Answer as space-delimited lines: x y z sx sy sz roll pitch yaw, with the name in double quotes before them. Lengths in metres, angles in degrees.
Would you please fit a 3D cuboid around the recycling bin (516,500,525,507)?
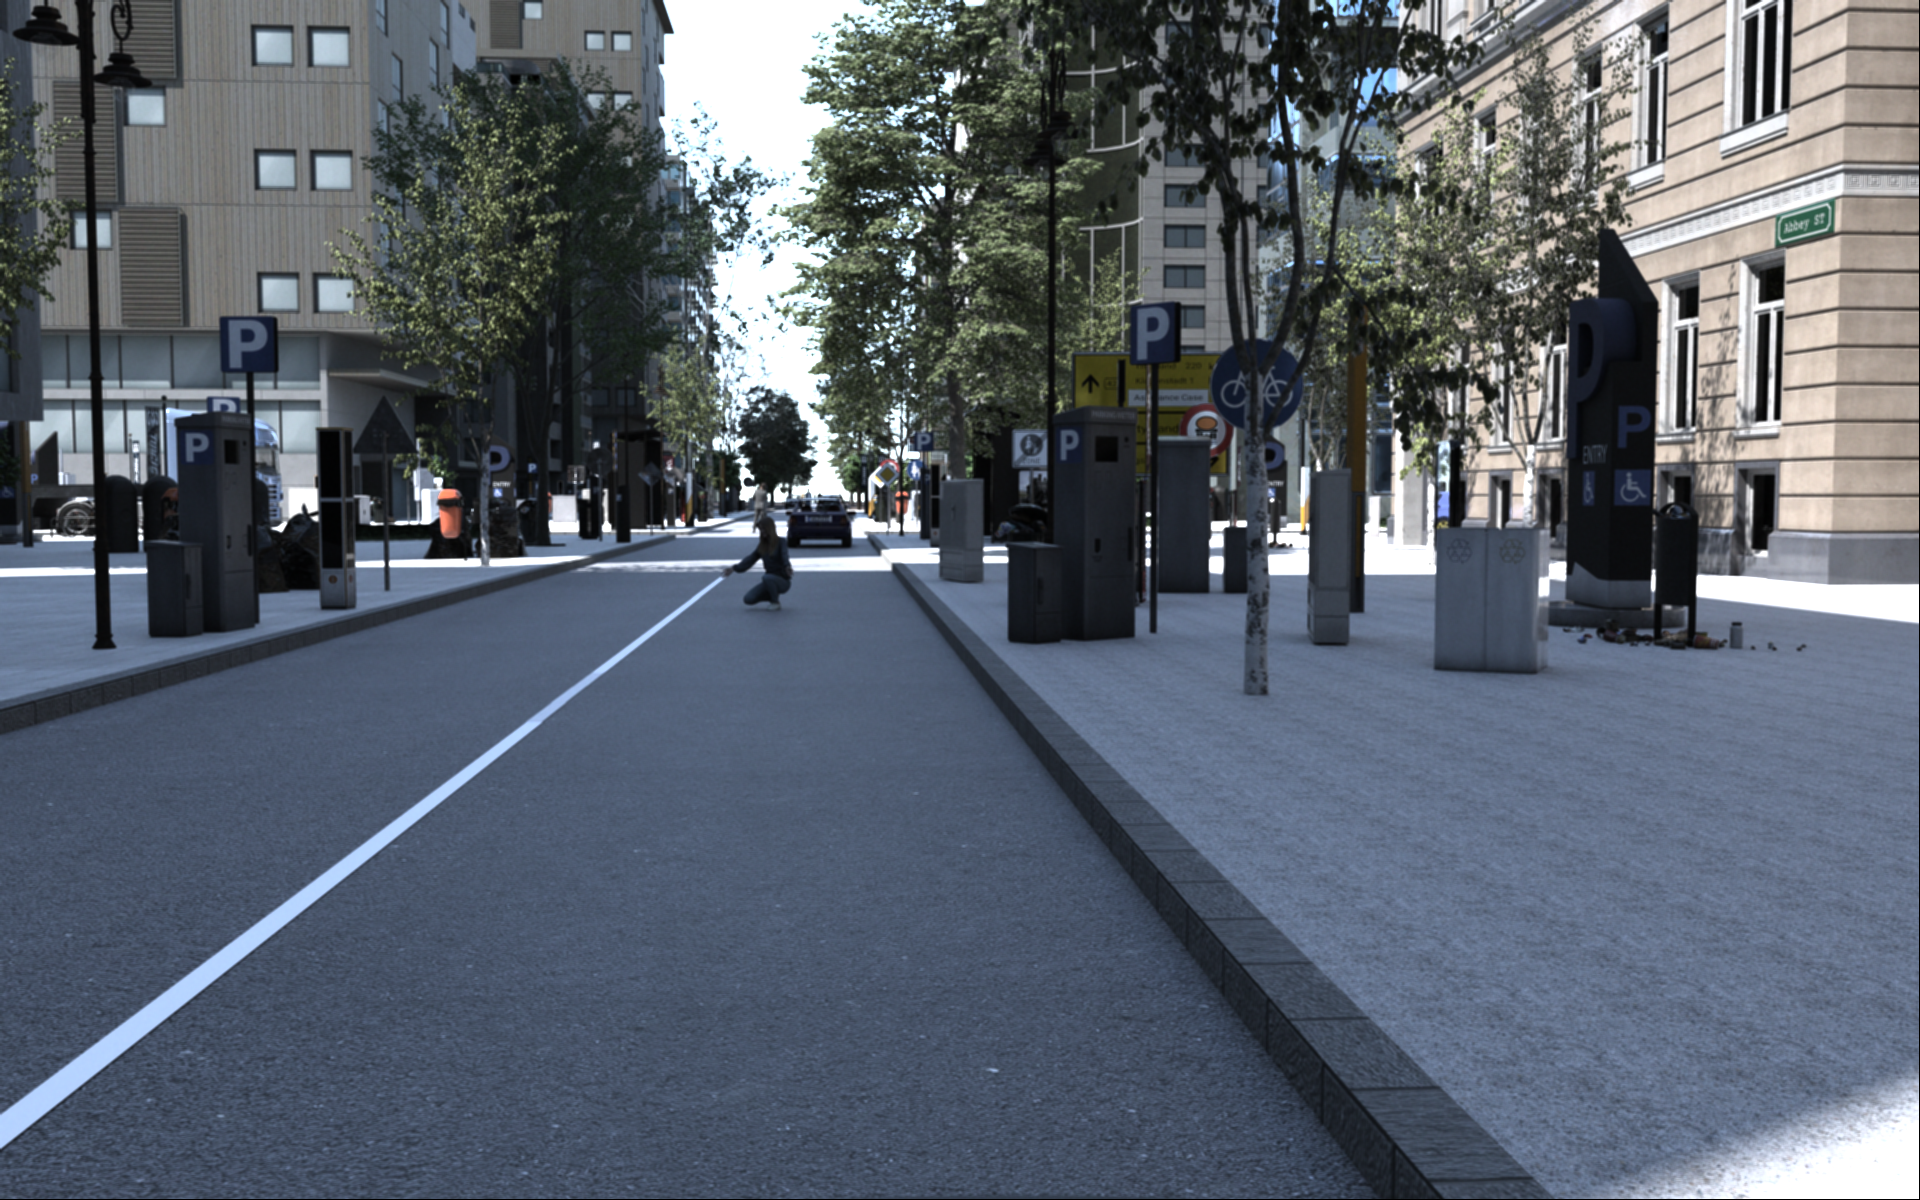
"recycling bin" -19.630 -3.967 77.419 0.722 1.027 0.722 -2 4 -30

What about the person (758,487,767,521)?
"person" -8.809 -4.184 77.006 0.767 1.812 0.694 -1 4 -13

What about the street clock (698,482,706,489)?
"street clock" -15.533 -6.105 104.389 0.471 2.002 0.358 1 4 14

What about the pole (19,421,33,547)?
"pole" -22.490 -2.928 41.709 0.158 3.312 0.155 0 3 0

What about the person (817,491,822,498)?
"person" -15.058 -10.890 187.079 0.617 1.759 0.750 2 4 28

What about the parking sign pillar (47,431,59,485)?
"parking sign pillar" -38.987 -5.216 73.752 1.447 3.967 1.447 1 4 8

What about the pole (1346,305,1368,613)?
"pole" 4.275 -1.520 18.699 0.158 3.312 0.155 0 3 0

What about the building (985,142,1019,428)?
"building" 8.943 -22.862 145.499 14.160 30.474 14.107 0 4 -4

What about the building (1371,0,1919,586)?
"building" 17.657 -15.146 33.545 13.634 28.700 20.117 0 4 -4

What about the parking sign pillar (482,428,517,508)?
"parking sign pillar" -18.477 -4.948 69.370 1.447 3.967 1.447 0 4 -1

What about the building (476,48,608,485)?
"building" -44.369 -27.753 145.642 32.217 40.220 23.993 0 4 -4

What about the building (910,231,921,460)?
"building" 3.236 -38.361 281.833 22.147 44.769 28.867 0 4 -4

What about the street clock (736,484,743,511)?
"street clock" -16.426 -7.613 129.049 0.358 2.002 0.471 3 4 38

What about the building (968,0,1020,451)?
"building" 12.214 -33.016 163.516 21.300 48.544 21.600 0 4 -4

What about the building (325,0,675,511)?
"building" -43.545 -35.613 171.508 28.713 52.752 27.495 0 4 -4

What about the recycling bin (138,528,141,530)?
"recycling bin" -29.331 -3.072 62.786 0.722 1.027 0.722 1 4 21

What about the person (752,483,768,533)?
"person" -7.375 -3.398 63.859 0.655 1.846 0.447 1 4 14

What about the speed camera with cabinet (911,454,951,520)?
"speed camera with cabinet" -1.352 -5.534 84.823 2.038 3.252 0.660 0 4 -3

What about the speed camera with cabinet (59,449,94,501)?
"speed camera with cabinet" -38.468 -4.972 75.632 2.038 3.252 0.660 1 4 11

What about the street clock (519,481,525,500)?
"street clock" -24.054 -5.539 95.127 0.358 2.002 0.471 -1 4 -17

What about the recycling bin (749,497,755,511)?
"recycling bin" -15.423 -7.215 130.524 0.722 1.027 0.722 2 4 33

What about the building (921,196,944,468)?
"building" 1.398 -37.289 259.791 14.600 45.320 14.200 0 4 -4

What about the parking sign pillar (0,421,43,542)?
"parking sign pillar" -25.406 -3.539 46.331 1.447 3.967 1.447 -1 4 -21

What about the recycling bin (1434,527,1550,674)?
"recycling bin" 3.925 -0.013 12.761 0.722 1.027 0.722 2 4 25

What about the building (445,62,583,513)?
"building" -34.219 -21.263 119.355 14.160 30.474 14.107 0 4 -4

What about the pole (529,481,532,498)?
"pole" -27.478 -7.158 110.880 0.158 3.312 0.155 0 3 0

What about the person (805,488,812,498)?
"person" -9.833 -6.354 112.411 0.581 1.822 0.654 0 4 -3

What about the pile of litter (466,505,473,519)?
"pile of litter" -24.585 -4.508 87.678 1.719 0.858 1.176 2 4 23

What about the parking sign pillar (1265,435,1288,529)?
"parking sign pillar" 11.520 -4.656 64.601 1.447 3.967 1.447 -1 4 -11

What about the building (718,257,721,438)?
"building" -49.664 -40.078 274.885 23.786 49.044 30.456 0 4 -4

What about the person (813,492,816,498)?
"person" -22.628 -15.942 269.705 0.434 1.755 0.990 0 4 -3

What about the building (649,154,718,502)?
"building" -47.633 -38.177 243.794 23.786 49.044 30.456 0 4 -4

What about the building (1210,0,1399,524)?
"building" 28.320 -47.176 84.005 31.000 86.520 22.319 0 4 -4

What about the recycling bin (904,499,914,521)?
"recycling bin" -2.575 -4.234 81.780 0.722 1.027 0.722 0 4 6

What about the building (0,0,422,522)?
"building" -40.502 -30.525 88.322 28.713 52.752 27.495 0 4 -4

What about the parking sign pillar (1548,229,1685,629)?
"parking sign pillar" 6.411 -1.749 17.066 1.447 3.967 1.447 0 4 2

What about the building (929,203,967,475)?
"building" 2.466 -34.378 245.676 14.154 41.232 14.086 0 4 -4

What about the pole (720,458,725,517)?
"pole" -13.943 -6.574 101.324 0.158 3.312 0.155 0 3 0

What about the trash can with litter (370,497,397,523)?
"trash can with litter" -25.119 -3.918 75.451 0.624 1.170 1.055 3 4 38

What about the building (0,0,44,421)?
"building" -26.728 -21.334 32.408 14.086 41.232 14.154 0 4 -4

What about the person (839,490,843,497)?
"person" -8.955 -7.310 129.028 0.512 1.701 0.522 1 4 18

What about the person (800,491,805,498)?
"person" -20.629 -13.393 227.562 1.348 1.812 0.705 1 4 12

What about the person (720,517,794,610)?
"person" -2.347 -0.452 21.389 1.012 1.151 0.738 3 4 39

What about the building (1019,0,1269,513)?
"building" 13.406 -42.093 126.469 20.563 71.187 20.611 0 4 -4

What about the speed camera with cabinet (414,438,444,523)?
"speed camera with cabinet" -18.719 -4.085 61.118 0.660 3.252 2.038 -2 4 -31

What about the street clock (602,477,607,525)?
"street clock" -14.855 -4.107 71.715 0.471 2.002 0.358 1 4 9

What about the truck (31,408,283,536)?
"truck" -30.633 -3.967 54.620 18.799 4.110 2.967 0 4 -6

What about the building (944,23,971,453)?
"building" 13.480 -36.624 188.048 28.713 52.752 27.495 0 4 -4
